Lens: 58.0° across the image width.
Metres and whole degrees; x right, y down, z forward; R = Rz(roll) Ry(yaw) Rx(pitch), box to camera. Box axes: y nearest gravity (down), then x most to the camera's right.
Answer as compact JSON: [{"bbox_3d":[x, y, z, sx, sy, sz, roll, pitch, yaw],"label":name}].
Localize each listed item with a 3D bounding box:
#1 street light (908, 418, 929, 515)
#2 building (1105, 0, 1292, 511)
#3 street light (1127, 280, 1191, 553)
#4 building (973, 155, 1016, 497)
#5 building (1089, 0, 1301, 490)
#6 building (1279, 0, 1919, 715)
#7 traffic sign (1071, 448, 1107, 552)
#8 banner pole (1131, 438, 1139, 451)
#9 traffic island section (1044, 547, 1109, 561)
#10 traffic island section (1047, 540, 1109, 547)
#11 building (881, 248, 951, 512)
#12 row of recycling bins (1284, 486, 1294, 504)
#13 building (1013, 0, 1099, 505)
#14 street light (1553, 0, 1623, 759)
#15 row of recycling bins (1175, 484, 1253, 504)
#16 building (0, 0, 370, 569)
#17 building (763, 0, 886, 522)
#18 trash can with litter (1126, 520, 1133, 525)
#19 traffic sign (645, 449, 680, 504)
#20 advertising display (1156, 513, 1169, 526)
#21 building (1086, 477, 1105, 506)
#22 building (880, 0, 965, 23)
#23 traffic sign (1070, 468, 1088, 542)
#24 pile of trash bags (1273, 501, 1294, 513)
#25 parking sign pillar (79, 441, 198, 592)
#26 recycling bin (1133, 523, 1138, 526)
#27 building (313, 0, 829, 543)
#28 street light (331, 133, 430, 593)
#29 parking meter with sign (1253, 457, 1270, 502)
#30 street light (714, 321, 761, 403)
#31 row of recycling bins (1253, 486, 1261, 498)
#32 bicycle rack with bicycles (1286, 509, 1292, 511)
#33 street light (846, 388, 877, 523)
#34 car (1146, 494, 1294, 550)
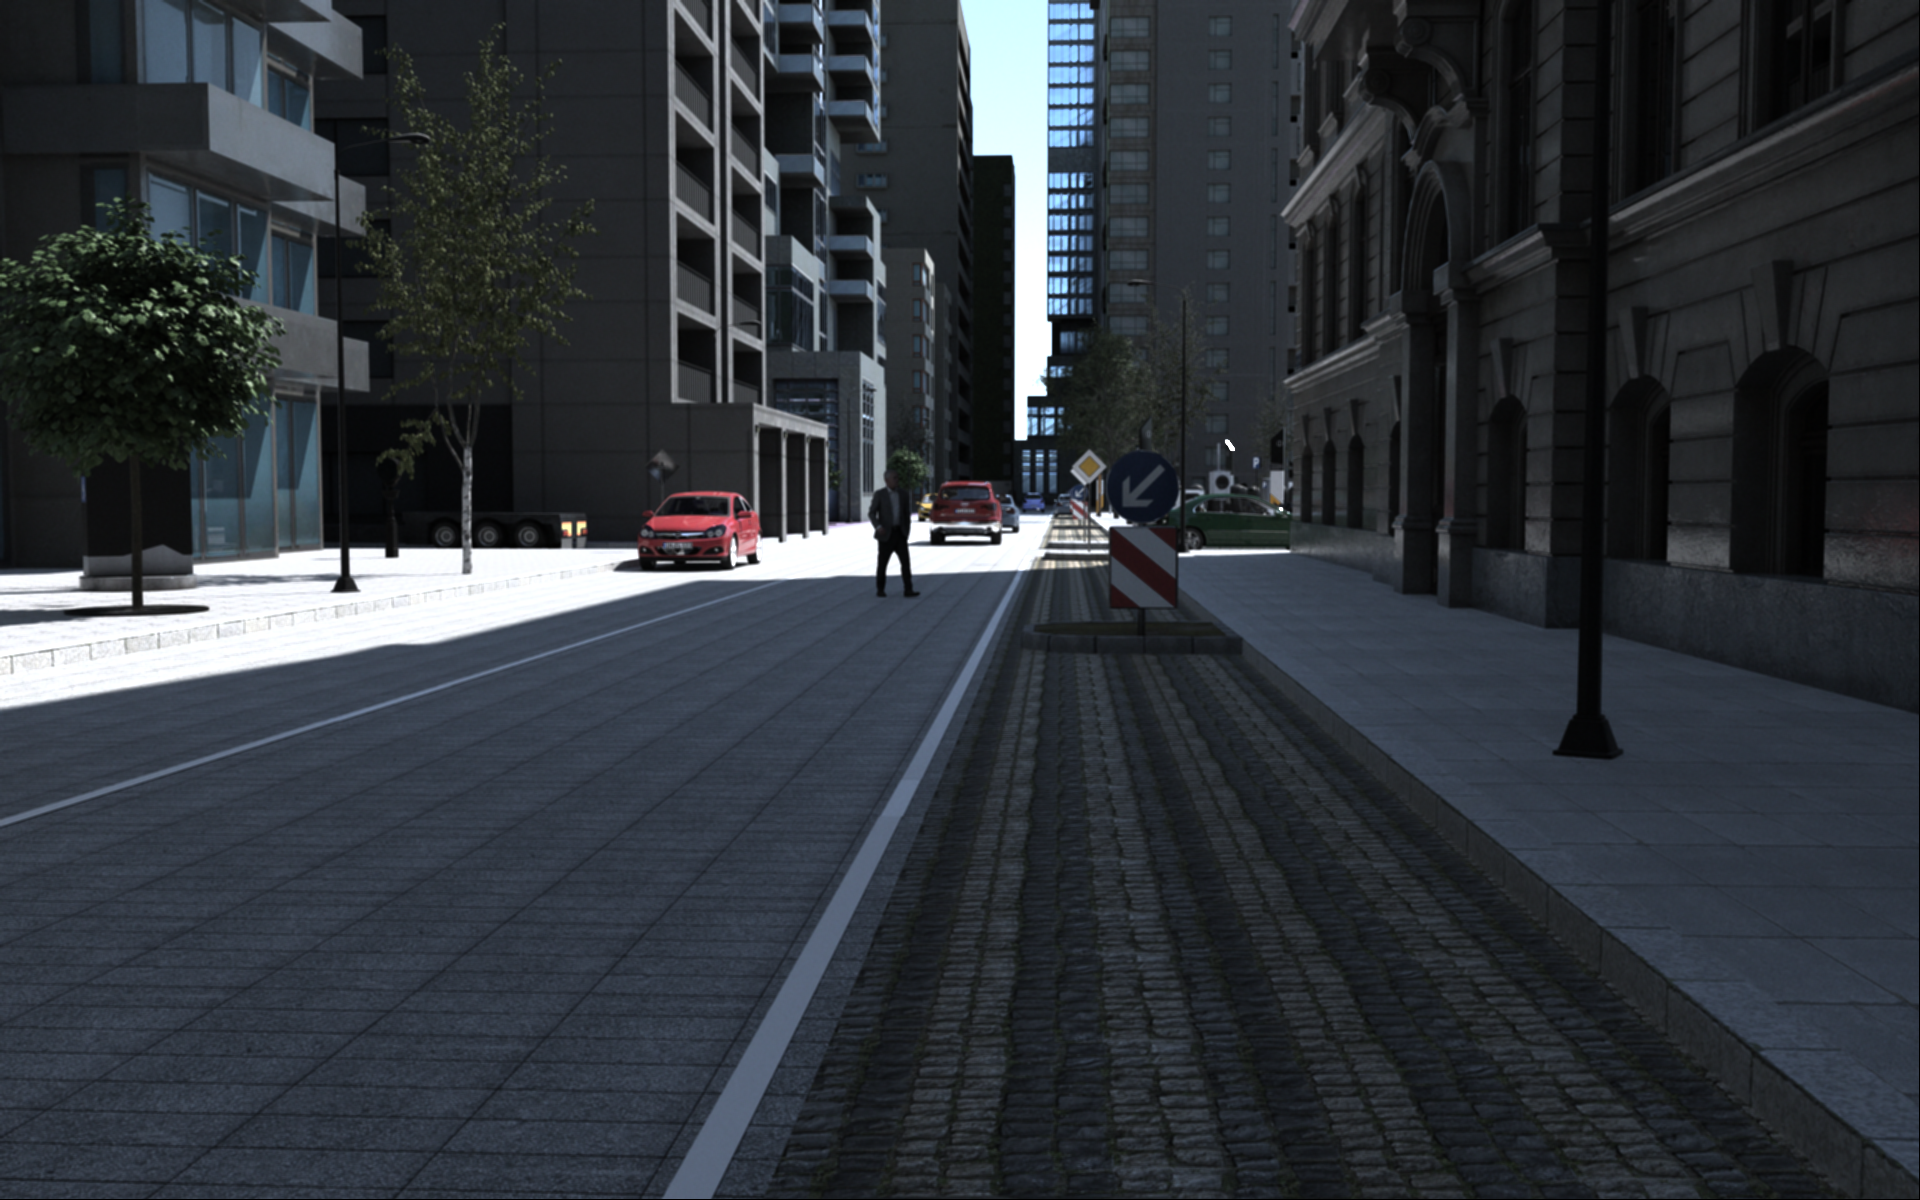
[{"bbox_3d":[-2.565,-8.153,105.848,1.470,5.913,1.316,0,4,3],"label":"street light"},{"bbox_3d":[18.849,-27.921,140.101,14.154,41.232,14.086,0,4,3],"label":"building"},{"bbox_3d":[4.328,-3.988,37.742,1.470,5.913,1.316,0,4,3],"label":"street light"},{"bbox_3d":[-0.275,-32.316,211.953,14.086,41.232,14.154,0,4,3],"label":"building"},{"bbox_3d":[26.469,-34.914,160.088,28.713,52.752,27.495,0,4,3],"label":"building"},{"bbox_3d":[11.374,-12.289,20.009,14.460,24.649,34.723,0,4,3],"label":"building"},{"bbox_3d":[2.853,-2.116,38.246,0.795,2.450,0.064,0,4,3],"label":"traffic sign"},{"bbox_3d":[7.905,-5.357,77.598,0.401,3.779,0.863,-3,5,-43],"label":"banner pole"},{"bbox_3d":[2.877,-0.981,38.322,2.009,0.180,2.903,0,4,3],"label":"traffic island section"},{"bbox_3d":[3.348,-1.469,46.294,2.009,0.180,2.903,0,4,3],"label":"traffic island section"},{"bbox_3d":[-15.401,-17.868,137.175,27.650,21.520,28.899,0,4,3],"label":"building"},{"bbox_3d":[14.950,-4.112,74.339,3.534,1.692,1.069,2,4,34],"label":"row of recycling bins"},{"bbox_3d":[22.473,-55.089,213.383,31.000,86.520,22.319,0,4,3],"label":"building"},{"bbox_3d":[2.561,-2.194,8.409,1.470,5.913,1.316,0,4,3],"label":"street light"},{"bbox_3d":[10.493,-4.072,73.686,3.534,1.692,1.069,-1,4,-10],"label":"row of recycling bins"},{"bbox_3d":[-27.809,-25.057,29.291,30.456,49.044,23.786,0,4,3],"label":"building"},{"bbox_3d":[-14.715,-47.653,91.797,22.319,86.520,31.000,0,4,3],"label":"building"},{"bbox_3d":[7.377,-3.769,73.012,0.624,1.170,1.055,-1,4,-18],"label":"trash can with litter"},{"bbox_3d":[-6.673,-2.152,38.827,0.795,2.450,0.064,0,4,3],"label":"traffic sign"},{"bbox_3d":[4.212,-1.883,35.999,0.123,1.923,0.974,1,4,15],"label":"advertising display"},{"bbox_3d":[23.784,-45.617,184.095,20.563,71.187,20.611,0,4,3],"label":"building"},{"bbox_3d":[-10.198,-32.906,161.722,21.300,48.544,21.600,0,4,3],"label":"building"},{"bbox_3d":[3.324,-2.604,46.218,0.795,2.450,0.064,0,4,3],"label":"traffic sign"},{"bbox_3d":[11.285,-2.692,53.761,3.447,1.369,1.912,1,4,10],"label":"pile of trash bags"},{"bbox_3d":[-11.107,-2.131,23.315,1.447,3.967,1.447,-2,4,-35],"label":"parking sign pillar"},{"bbox_3d":[5.784,-2.483,53.155,0.722,1.027,0.722,-3,5,-40],"label":"recycling bin"},{"bbox_3d":[-15.103,-37.734,55.208,20.563,71.187,20.611,0,4,3],"label":"building"},{"bbox_3d":[-7.518,-3.056,22.501,1.470,5.913,1.316,0,4,3],"label":"street light"},{"bbox_3d":[14.641,-5.221,81.622,1.738,3.016,0.543,-2,4,-28],"label":"parking meter with sign"},{"bbox_3d":[-6.036,-4.530,46.606,1.470,5.913,1.316,0,4,3],"label":"street light"},{"bbox_3d":[14.403,-5.133,91.036,1.069,1.692,3.534,-3,5,-39],"label":"row of recycling bins"},{"bbox_3d":[8.108,-2.127,48.164,2.852,0.926,2.925,0,4,4],"label":"bicycle rack with bicycles"},{"bbox_3d":[-4.351,-6.344,76.260,1.470,5.913,1.316,0,4,3],"label":"street light"},{"bbox_3d":[6.796,-1.827,41.670,4.920,1.459,2.131,0,4,2],"label":"car"}]
